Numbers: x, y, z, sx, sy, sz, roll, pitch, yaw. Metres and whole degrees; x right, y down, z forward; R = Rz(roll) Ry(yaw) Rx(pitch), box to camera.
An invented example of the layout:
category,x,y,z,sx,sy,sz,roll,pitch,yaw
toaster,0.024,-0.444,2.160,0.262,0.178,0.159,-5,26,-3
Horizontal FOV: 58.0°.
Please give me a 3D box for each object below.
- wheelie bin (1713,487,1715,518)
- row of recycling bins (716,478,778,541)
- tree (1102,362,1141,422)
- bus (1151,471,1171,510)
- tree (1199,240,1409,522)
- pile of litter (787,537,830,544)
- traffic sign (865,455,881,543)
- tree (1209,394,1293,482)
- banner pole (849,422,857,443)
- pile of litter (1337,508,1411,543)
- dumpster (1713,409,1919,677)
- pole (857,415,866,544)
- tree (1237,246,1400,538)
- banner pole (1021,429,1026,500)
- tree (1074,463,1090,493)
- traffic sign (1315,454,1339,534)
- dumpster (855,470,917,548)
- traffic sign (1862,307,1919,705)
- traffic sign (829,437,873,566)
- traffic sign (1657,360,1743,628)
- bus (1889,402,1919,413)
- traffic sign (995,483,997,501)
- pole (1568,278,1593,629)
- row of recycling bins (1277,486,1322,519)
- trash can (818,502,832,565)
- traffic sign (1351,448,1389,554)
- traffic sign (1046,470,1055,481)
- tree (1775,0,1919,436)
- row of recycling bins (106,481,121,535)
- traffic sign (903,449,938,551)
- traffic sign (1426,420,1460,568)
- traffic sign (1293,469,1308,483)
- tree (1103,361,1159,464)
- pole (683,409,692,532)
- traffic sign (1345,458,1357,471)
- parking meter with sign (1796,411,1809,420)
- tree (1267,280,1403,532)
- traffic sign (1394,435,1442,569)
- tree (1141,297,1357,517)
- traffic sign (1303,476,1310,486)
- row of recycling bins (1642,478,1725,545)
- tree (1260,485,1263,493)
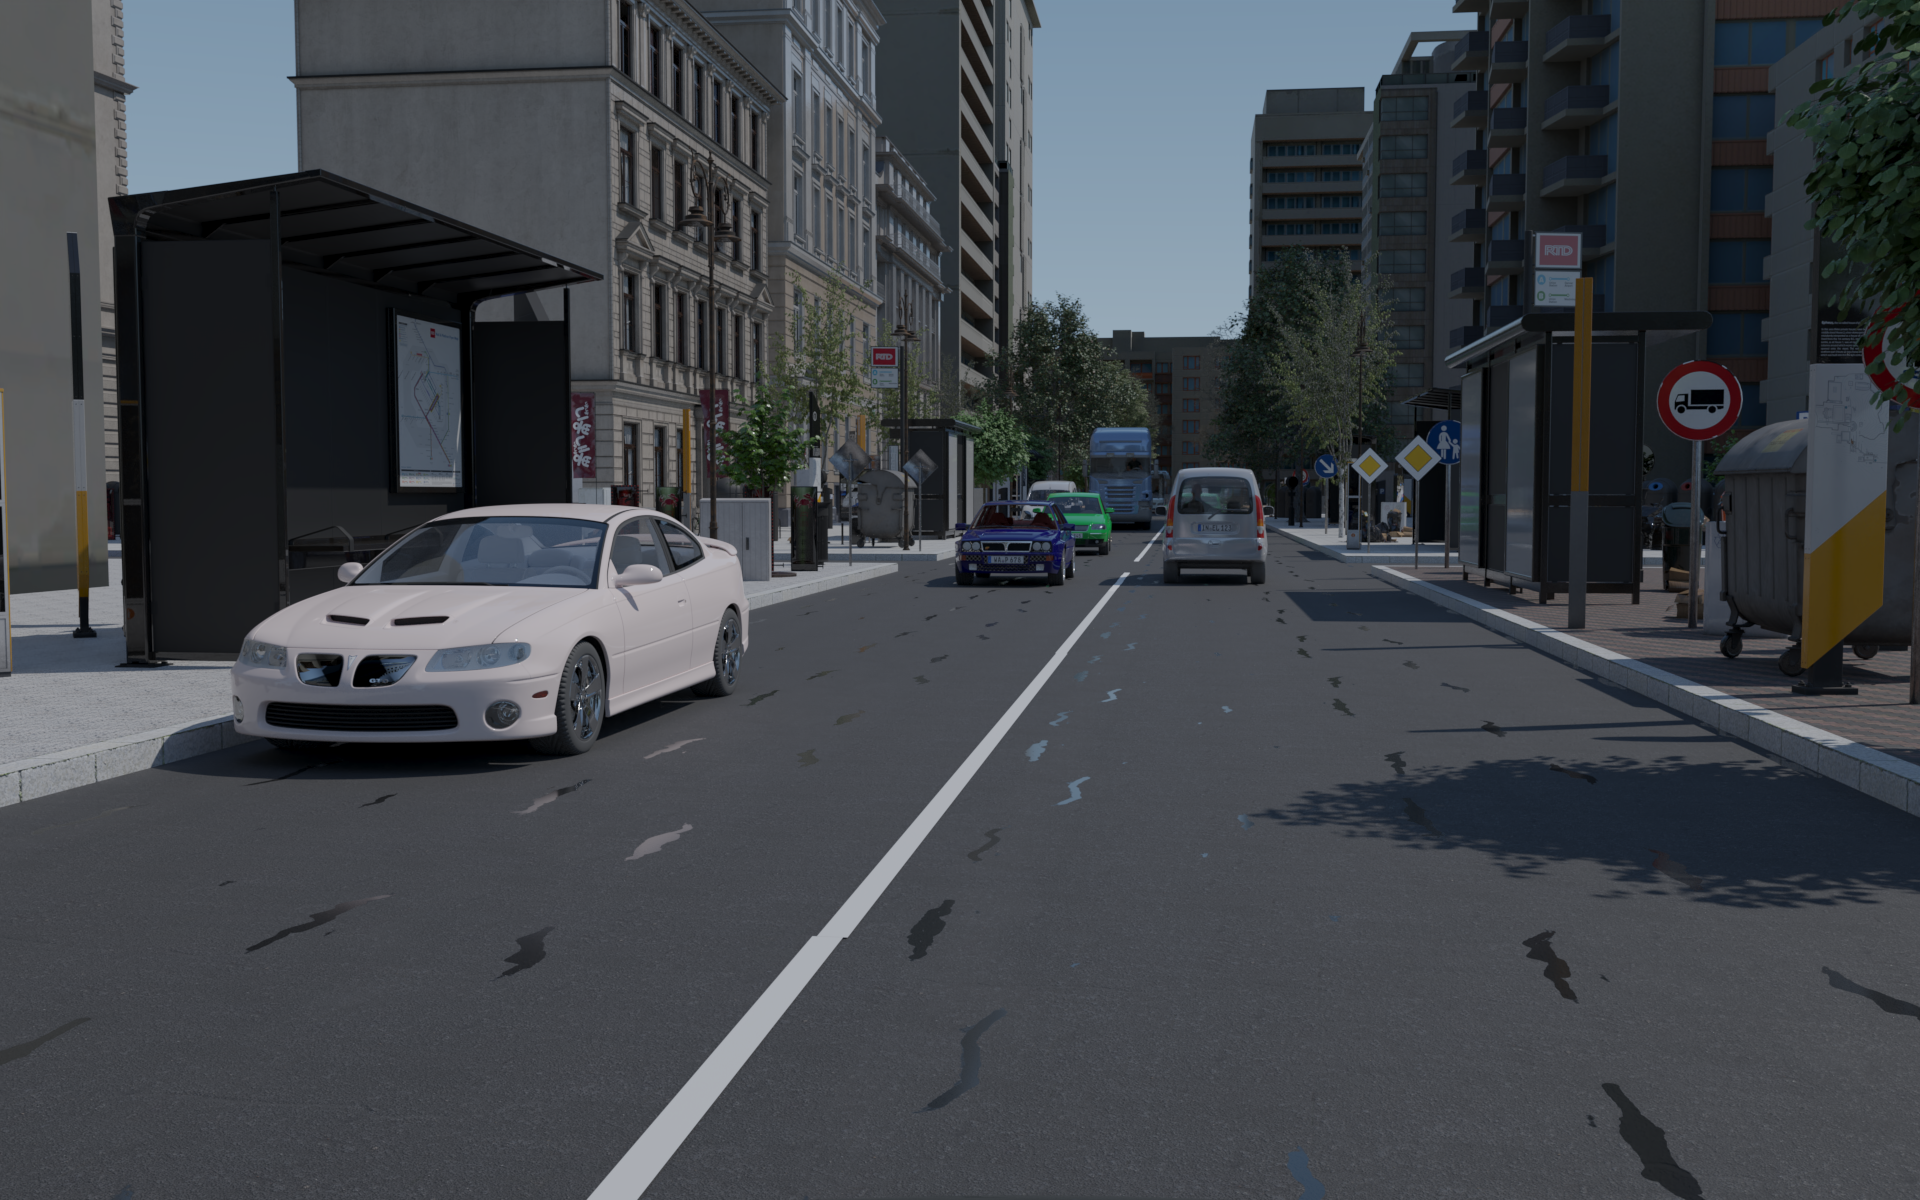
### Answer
category,x,y,z,sx,sy,sz,roll,pitch,yaw
wheelie bin,21.859,-2.557,49.717,0.693,1.594,0.980,3,5,40
row of recycling bins,-5.648,-2.370,45.864,1.069,1.692,3.534,1,4,14
tree,14.812,-15.213,159.105,12.009,13.543,11.850,0,3,0
bus,14.677,-8.470,133.337,2.948,3.499,13.247,1,4,9
tree,15.483,-9.867,78.332,9.611,12.733,9.660,0,3,0
pile of litter,-3.908,-1.892,44.902,1.176,0.858,1.719,0,4,5
traffic sign,-2.356,-2.626,45.070,0.606,2.300,0.079,1,4,8
tree,24.378,-13.195,141.492,9.928,11.665,9.643,0,3,0
banner pole,-3.671,-4.295,60.243,0.401,3.779,0.863,-2,4,-30
pile of litter,10.917,-1.973,46.225,1.176,0.858,1.719,-2,4,-26
dumpster,6.443,-0.426,12.727,1.264,1.857,1.865,0,4,7
pole,-2.549,-3.116,44.792,0.158,3.312,0.155,0,3,0
tree,10.970,-6.128,50.557,4.360,8.622,3.978,0,3,0
banner pole,2.439,-4.682,66.564,0.401,3.779,0.863,1,4,15
tree,8.474,-8.460,122.031,4.285,4.588,4.351,0,3,0
traffic sign,11.769,-3.394,55.598,0.768,2.556,0.104,1,4,16
dumpster,-1.791,-2.207,41.835,1.264,1.857,1.865,0,4,8
traffic sign,5.851,-0.637,10.514,0.768,2.556,0.104,1,4,13
traffic sign,-1.943,-1.656,30.724,0.795,2.450,0.064,0,4,8
traffic sign,7.022,-1.004,16.526,0.768,2.556,0.104,1,4,11
bus,23.206,-2.442,31.476,12.252,3.916,2.896,0,4,6
traffic sign,1.409,-4.146,67.787,0.884,2.594,0.081,1,4,15
pole,5.902,-1.384,16.477,0.158,3.312,0.155,0,3,0
row of recycling bins,18.092,-5.220,92.455,1.069,1.692,3.534,-1,4,-22
trash can,-2.695,-1.209,31.415,0.748,1.137,0.748,0,3,0
traffic sign,8.818,-2.060,37.330,0.795,2.450,0.064,0,4,8
traffic sign,4.327,-5.265,86.180,0.768,2.556,0.104,1,4,15
tree,5.610,-1.498,8.199,4.285,4.588,4.351,0,3,0
row of recycling bins,-26.834,-2.956,55.442,1.069,1.692,3.534,0,4,4
traffic sign,-0.888,-2.141,38.640,0.795,2.450,0.064,0,4,8
traffic sign,8.412,-1.819,29.850,0.768,2.556,0.104,1,4,9
traffic sign,16.625,-5.168,84.607,0.768,2.556,0.104,1,4,17
tree,13.160,-13.986,146.791,7.486,12.596,7.792,0,3,0
pole,-6.559,-2.923,41.628,0.158,3.312,0.155,0,3,0
traffic sign,14.045,-3.776,61.839,0.768,2.556,0.104,1,4,15
parking meter with sign,18.543,-2.465,36.561,1.738,3.016,0.543,-1,4,-14
tree,12.764,-6.637,58.877,4.737,8.622,4.395,0,3,0
traffic sign,7.763,-1.576,29.415,0.795,2.450,0.064,0,4,8
tree,17.577,-11.303,95.176,12.009,13.543,11.850,0,3,0
traffic sign,20.699,-6.387,104.531,0.768,2.556,0.104,1,4,16
row of recycling bins,18.142,-2.249,43.876,3.534,1.692,1.069,3,5,45
tree,25.500,-9.443,148.992,1.663,3.219,1.824,0,3,0
